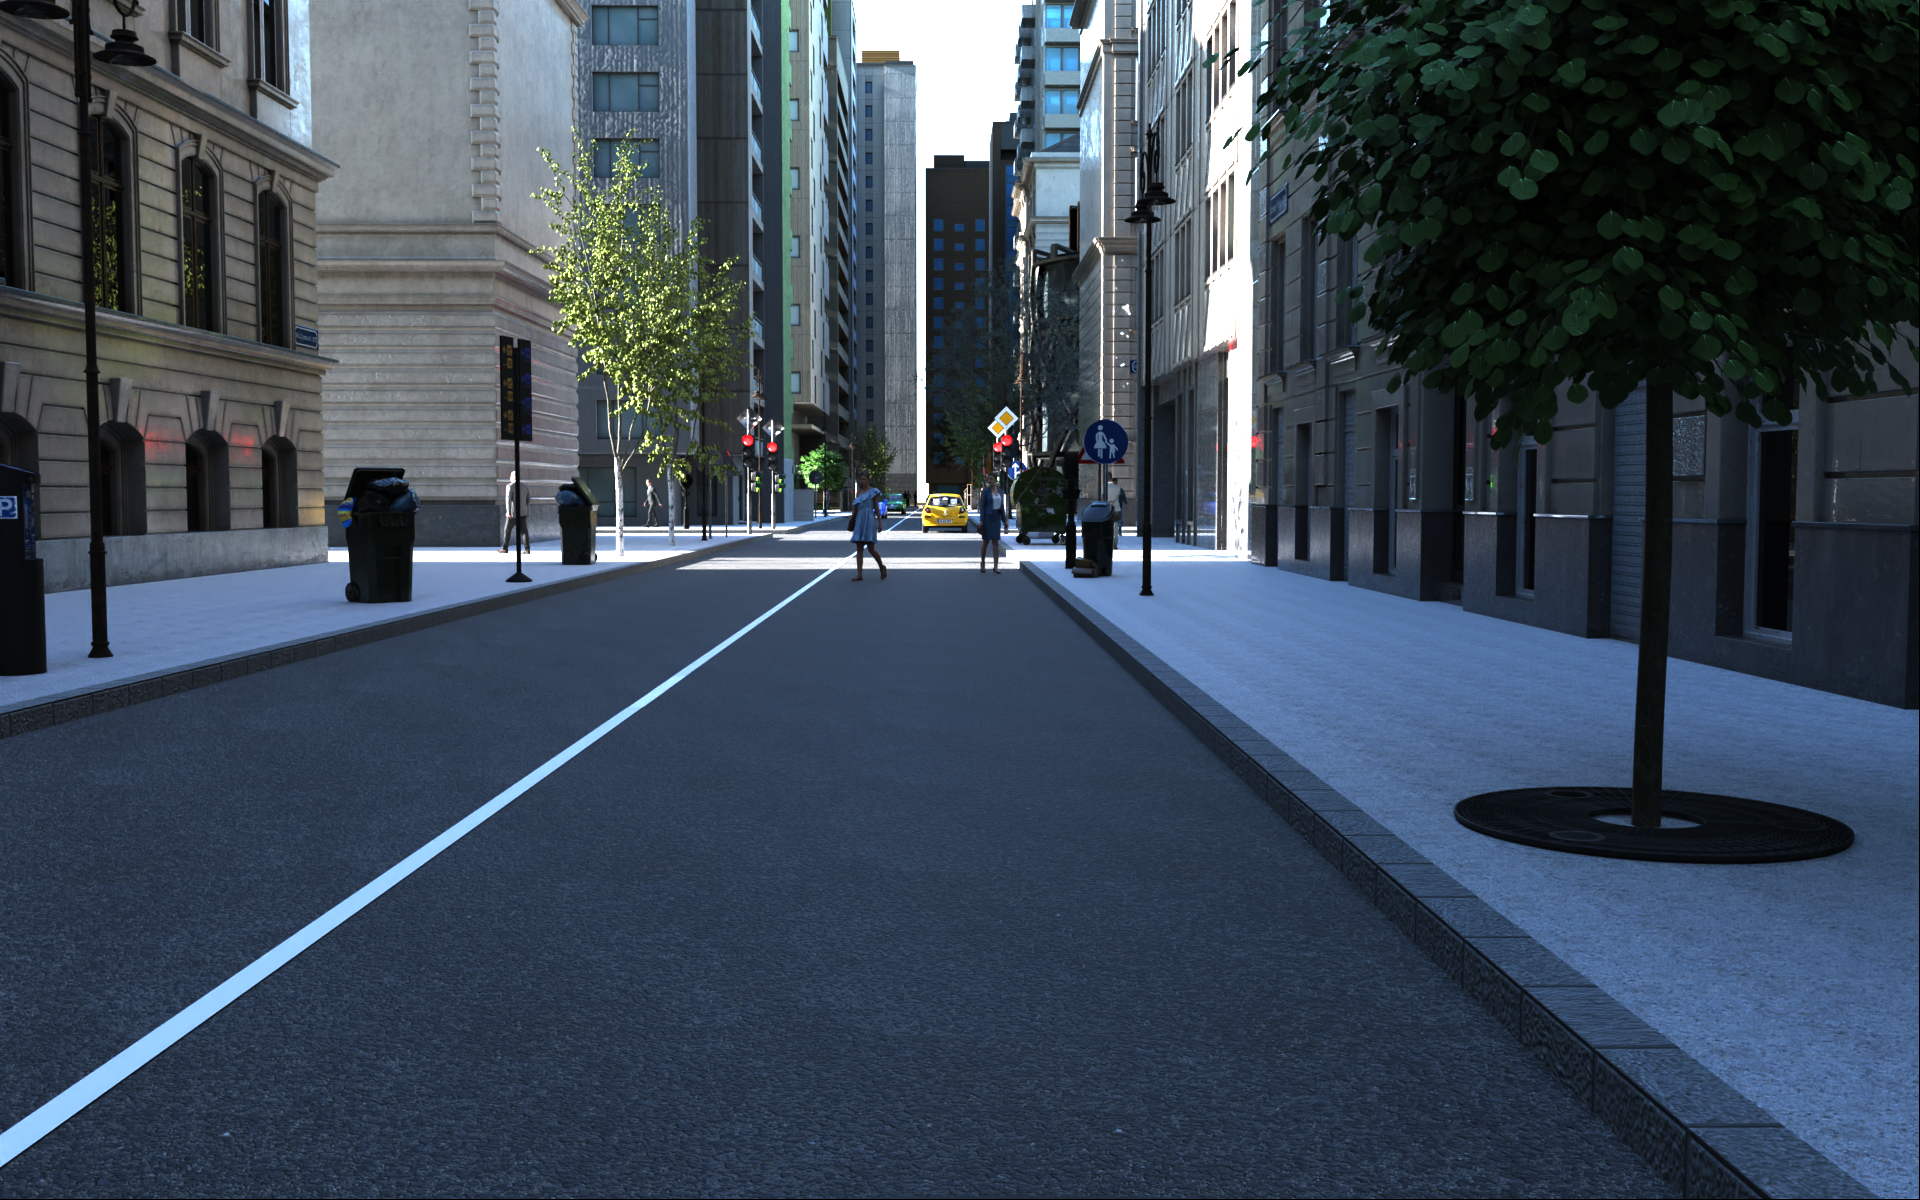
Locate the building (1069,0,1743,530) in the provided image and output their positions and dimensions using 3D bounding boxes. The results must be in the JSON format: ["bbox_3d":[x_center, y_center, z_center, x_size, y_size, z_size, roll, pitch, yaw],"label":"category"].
[{"bbox_3d":[17.527,-16.835,72.511,25.104,27.353,12.463,0,4,-1],"label":"building"}]

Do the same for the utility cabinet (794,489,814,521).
[{"bbox_3d":[-7.513,-4.482,81.959,1.173,1.500,0.318,0,4,-2],"label":"utility cabinet"}]

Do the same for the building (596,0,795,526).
[{"bbox_3d":[-14.760,-23.844,73.444,14.154,41.232,14.086,0,4,-1],"label":"building"}]

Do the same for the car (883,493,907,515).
[{"bbox_3d":[-4.718,-6.923,121.992,1.959,1.807,4.718,0,4,0],"label":"car"}]

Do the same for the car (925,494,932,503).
[{"bbox_3d":[-2.838,-10.760,187.930,2.014,1.417,4.499,0,4,0],"label":"car"}]

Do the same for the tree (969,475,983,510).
[{"bbox_3d":[1.694,-9.148,144.171,1.663,3.219,1.824,0,3,0],"label":"tree"}]

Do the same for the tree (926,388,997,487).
[{"bbox_3d":[0.429,-13.380,153.178,7.601,10.594,8.767,0,4,3],"label":"tree"}]

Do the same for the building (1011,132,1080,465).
[{"bbox_3d":[11.057,-20.756,126.751,14.401,28.519,23.554,0,4,-1],"label":"building"}]

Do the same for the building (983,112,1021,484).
[{"bbox_3d":[10.515,-33.881,204.070,14.600,45.320,14.200,0,4,-1],"label":"building"}]

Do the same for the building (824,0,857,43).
[{"bbox_3d":[-26.094,-40.203,199.326,28.212,58.520,21.231,0,4,-1],"label":"building"}]

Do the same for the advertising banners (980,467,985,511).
[{"bbox_3d":[1.428,-7.002,110.675,0.090,3.025,2.074,0,4,-7],"label":"advertising banners"}]

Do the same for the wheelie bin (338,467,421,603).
[{"bbox_3d":[-6.859,-0.776,20.599,0.693,1.594,0.980,3,5,42],"label":"wheelie bin"}]

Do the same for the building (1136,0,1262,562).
[{"bbox_3d":[11.419,-13.679,41.667,12.078,24.808,19.932,0,4,-1],"label":"building"}]

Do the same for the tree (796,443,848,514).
[{"bbox_3d":[-8.812,-7.784,110.977,4.285,4.588,4.351,0,3,0],"label":"tree"}]

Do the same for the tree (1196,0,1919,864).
[{"bbox_3d":[2.573,-1.399,6.584,4.285,4.588,4.351,0,3,0],"label":"tree"}]

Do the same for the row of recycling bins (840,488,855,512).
[{"bbox_3d":[-8.276,-7.339,127.105,1.069,1.692,3.534,0,4,2],"label":"row of recycling bins"}]

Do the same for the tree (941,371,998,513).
[{"bbox_3d":[1.234,-9.131,99.654,4.737,8.622,4.395,0,3,0],"label":"tree"}]

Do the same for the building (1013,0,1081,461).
[{"bbox_3d":[16.283,-32.864,156.940,23.786,49.044,30.456,0,4,-1],"label":"building"}]

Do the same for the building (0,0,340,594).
[{"bbox_3d":[-16.819,-11.972,14.824,14.460,24.649,34.723,0,4,-1],"label":"building"}]

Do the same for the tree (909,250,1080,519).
[{"bbox_3d":[2.457,-10.870,88.090,12.009,13.543,11.850,0,3,0],"label":"tree"}]

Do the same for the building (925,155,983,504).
[{"bbox_3d":[2.517,-35.569,231.664,14.200,45.320,14.600,0,4,-1],"label":"building"}]

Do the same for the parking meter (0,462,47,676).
[{"bbox_3d":[-6.740,-0.240,12.341,0.372,1.533,0.369,0,3,0],"label":"parking meter"}]

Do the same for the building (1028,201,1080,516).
[{"bbox_3d":[12.563,-14.631,106.661,16.820,18.784,16.811,0,4,-1],"label":"building"}]

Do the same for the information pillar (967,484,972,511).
[{"bbox_3d":[0.707,-7.664,129.798,0.304,2.012,0.304,1,4,9],"label":"information pillar"}]

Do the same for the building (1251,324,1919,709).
[{"bbox_3d":[11.153,-13.568,19.109,12.463,27.353,25.104,0,4,-1],"label":"building"}]

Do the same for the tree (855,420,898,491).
[{"bbox_3d":[-8.559,-13.628,173.187,4.737,8.622,4.395,0,3,0],"label":"tree"}]

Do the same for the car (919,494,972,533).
[{"bbox_3d":[-0.562,-3.387,65.606,2.015,1.641,3.980,0,4,0],"label":"car"}]

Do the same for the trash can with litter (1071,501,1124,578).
[{"bbox_3d":[2.120,-0.947,26.877,0.624,1.170,1.055,1,4,21],"label":"trash can with litter"}]

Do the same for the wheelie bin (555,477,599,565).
[{"bbox_3d":[-6.980,-1.446,31.554,0.693,1.594,0.980,0,4,0],"label":"wheelie bin"}]

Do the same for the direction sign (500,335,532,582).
[{"bbox_3d":[-6.448,-2.032,25.225,0.379,3.537,0.876,1,4,14],"label":"direction sign"}]

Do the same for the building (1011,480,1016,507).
[{"bbox_3d":[19.645,-30.170,185.161,32.217,40.220,23.993,0,4,-1],"label":"building"}]

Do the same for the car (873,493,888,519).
[{"bbox_3d":[-5.175,-5.634,101.713,1.945,1.707,3.694,0,4,1],"label":"car"}]

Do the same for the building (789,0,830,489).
[{"bbox_3d":[-25.547,-34.363,151.074,28.713,52.752,27.495,0,4,-1],"label":"building"}]

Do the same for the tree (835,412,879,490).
[{"bbox_3d":[-8.783,-12.224,150.225,4.360,8.622,3.978,0,3,0],"label":"tree"}]

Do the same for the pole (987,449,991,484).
[{"bbox_3d":[1.294,-5.129,77.696,0.158,3.312,0.155,0,3,0],"label":"pole"}]

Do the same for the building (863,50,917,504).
[{"bbox_3d":[-19.852,-42.305,233.682,28.212,58.520,21.231,0,4,-1],"label":"building"}]

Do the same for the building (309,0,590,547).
[{"bbox_3d":[-20.442,-13.278,45.968,19.941,23.489,11.050,0,4,-1],"label":"building"}]

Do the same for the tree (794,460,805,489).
[{"bbox_3d":[-10.927,-6.847,106.546,1.663,3.219,1.824,0,3,0],"label":"tree"}]

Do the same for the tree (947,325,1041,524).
[{"bbox_3d":[1.699,-7.586,74.392,4.360,8.622,3.978,0,3,0],"label":"tree"}]

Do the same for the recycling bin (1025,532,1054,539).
[{"bbox_3d":[2.238,-2.296,50.093,0.722,1.027,0.722,3,5,44],"label":"recycling bin"}]

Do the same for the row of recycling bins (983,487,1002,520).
[{"bbox_3d":[1.573,-4.776,85.201,1.069,1.692,3.534,0,4,2],"label":"row of recycling bins"}]

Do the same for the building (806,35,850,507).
[{"bbox_3d":[-22.553,-33.844,177.048,21.300,48.544,21.600,0,4,-1],"label":"building"}]
